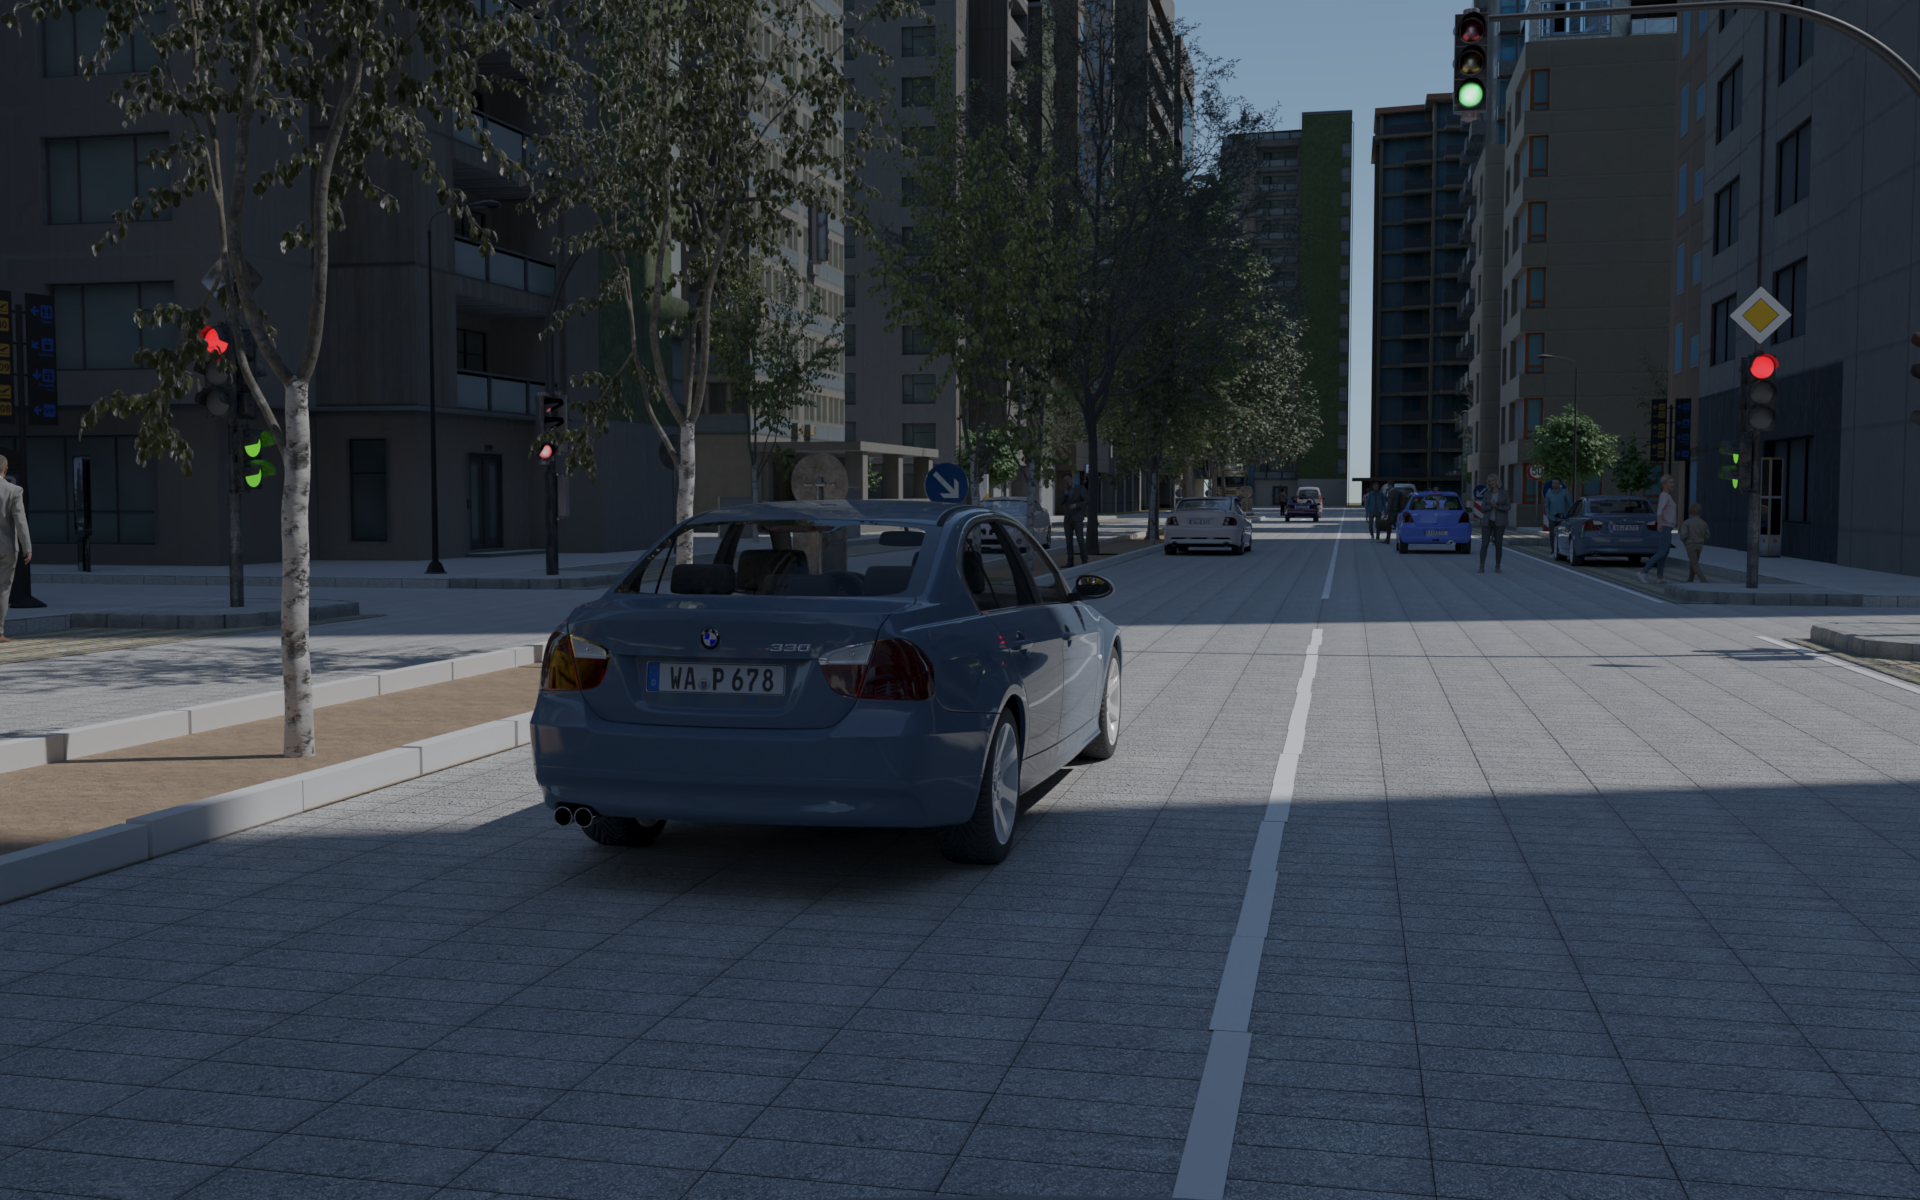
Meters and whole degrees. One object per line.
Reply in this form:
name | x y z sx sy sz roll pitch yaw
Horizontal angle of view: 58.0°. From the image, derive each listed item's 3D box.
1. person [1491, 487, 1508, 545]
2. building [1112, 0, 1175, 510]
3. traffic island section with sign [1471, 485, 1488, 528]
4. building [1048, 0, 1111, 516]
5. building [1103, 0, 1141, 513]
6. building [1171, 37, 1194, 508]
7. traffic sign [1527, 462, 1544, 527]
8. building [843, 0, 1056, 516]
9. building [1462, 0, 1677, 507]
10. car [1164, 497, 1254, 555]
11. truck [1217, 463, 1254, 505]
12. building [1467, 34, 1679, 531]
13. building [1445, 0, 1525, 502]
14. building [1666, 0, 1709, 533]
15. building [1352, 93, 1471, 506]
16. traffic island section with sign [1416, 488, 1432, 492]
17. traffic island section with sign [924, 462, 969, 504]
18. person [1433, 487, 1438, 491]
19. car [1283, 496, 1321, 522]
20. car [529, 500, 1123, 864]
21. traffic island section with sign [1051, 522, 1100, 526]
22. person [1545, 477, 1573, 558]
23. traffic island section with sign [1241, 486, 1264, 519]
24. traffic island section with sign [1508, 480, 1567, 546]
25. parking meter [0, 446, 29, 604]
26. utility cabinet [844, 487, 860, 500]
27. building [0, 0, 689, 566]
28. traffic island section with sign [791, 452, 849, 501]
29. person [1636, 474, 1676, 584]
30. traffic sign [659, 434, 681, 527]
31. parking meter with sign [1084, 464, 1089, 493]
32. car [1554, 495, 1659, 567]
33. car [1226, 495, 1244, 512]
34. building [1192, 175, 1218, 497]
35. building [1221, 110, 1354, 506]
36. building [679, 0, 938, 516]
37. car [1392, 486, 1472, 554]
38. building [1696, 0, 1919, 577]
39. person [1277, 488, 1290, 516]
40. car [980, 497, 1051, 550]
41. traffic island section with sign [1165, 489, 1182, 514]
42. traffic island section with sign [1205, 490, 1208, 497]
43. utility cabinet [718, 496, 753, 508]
person | 14.909 -2.403 48.139 0.444 1.785 0.601 -3 4 -37
building | 6.566 -32.105 148.619 21.300 48.544 21.600 1 4 13
traffic island section with sign | 22.236 -4.028 74.483 1.989 1.847 2.006 1 4 13
building | 1.677 -28.083 109.275 14.600 45.320 14.200 1 4 13
building | 2.742 -42.106 126.686 20.563 71.187 20.611 1 4 13
building | 14.922 -31.715 168.645 14.200 45.320 14.600 1 4 13
traffic sign | 22.231 -4.076 66.749 0.768 2.556 0.104 1 4 21
building | -2.751 -19.840 96.081 14.160 30.474 14.107 1 4 13
building | 48.080 -49.373 119.912 22.319 86.520 31.000 1 4 13
car | 6.055 -1.816 42.053 2.083 1.381 4.827 1 4 13
truck | 23.455 -9.713 147.715 2.839 4.237 11.283 1 4 14
building | 38.228 -14.224 77.601 27.650 21.520 28.899 1 4 13
building | 55.544 -32.520 151.314 23.786 49.044 30.456 1 4 13
building | 28.619 -24.326 47.837 14.600 45.320 14.200 1 4 13
building | 57.607 -32.621 187.973 28.867 44.769 22.147 1 4 13
traffic island section with sign | 33.096 -6.990 122.920 1.989 1.847 2.006 1 4 13
traffic island section with sign | -0.054 -1.075 25.705 2.006 1.907 1.989 1 4 13
person | 23.417 -4.693 85.459 0.478 1.798 0.641 -3 4 -39
car | 17.818 -4.754 90.307 1.945 1.354 3.894 1 4 11
car | -0.352 0.237 8.135 2.014 1.417 4.499 1 4 14
traffic island section with sign | 5.275 -4.270 78.448 1.989 1.847 2.006 1 4 13
person | 13.388 -1.842 38.639 0.660 1.820 0.620 2 4 32
traffic island section with sign | 16.370 -5.559 99.033 2.006 1.907 1.989 1 4 13
traffic island section with sign | 16.335 -2.419 48.179 1.989 1.847 2.006 1 4 13
parking meter | -11.115 -0.889 20.246 0.399 1.863 0.255 -3 4 -37
utility cabinet | -3.219 -2.541 50.218 0.318 1.500 1.173 1 4 17
building | -14.939 -21.556 36.034 14.154 41.232 14.086 1 4 13
traffic island section with sign | -1.683 -0.633 18.478 2.006 1.907 1.989 1 4 13
person | 11.056 -1.119 27.463 0.598 1.740 0.731 1 4 12
traffic sign | -6.079 -2.251 36.917 0.768 2.556 0.104 1 4 16
parking meter with sign | 7.521 -6.307 99.375 0.543 3.016 1.738 0 4 -4
car | 13.235 -1.428 35.357 2.014 1.417 4.499 1 4 13
car | 20.229 -7.146 129.422 1.945 1.354 3.894 1 4 14
building | 18.858 -31.187 201.786 23.993 40.220 32.217 1 4 13
building | 35.519 -30.914 189.042 14.086 41.232 14.154 1 4 13
building | -17.760 -22.781 64.350 32.217 40.220 23.993 1 4 13
car | 11.645 -2.024 42.686 1.945 1.707 3.694 1 4 12
building | 26.617 -36.208 30.257 20.611 71.187 20.563 1 4 13
person | 21.348 -6.477 114.413 0.705 1.823 1.348 -2 4 -30
car | 1.148 -1.910 43.589 2.083 1.381 4.827 1 4 12
traffic island section with sign | 16.103 -7.225 126.758 1.989 1.847 2.006 1 4 13
traffic island section with sign | 22.010 -8.838 153.124 1.989 1.847 2.006 1 4 13
utility cabinet | -6.485 -2.386 50.168 1.020 1.237 0.306 -1 4 -22
